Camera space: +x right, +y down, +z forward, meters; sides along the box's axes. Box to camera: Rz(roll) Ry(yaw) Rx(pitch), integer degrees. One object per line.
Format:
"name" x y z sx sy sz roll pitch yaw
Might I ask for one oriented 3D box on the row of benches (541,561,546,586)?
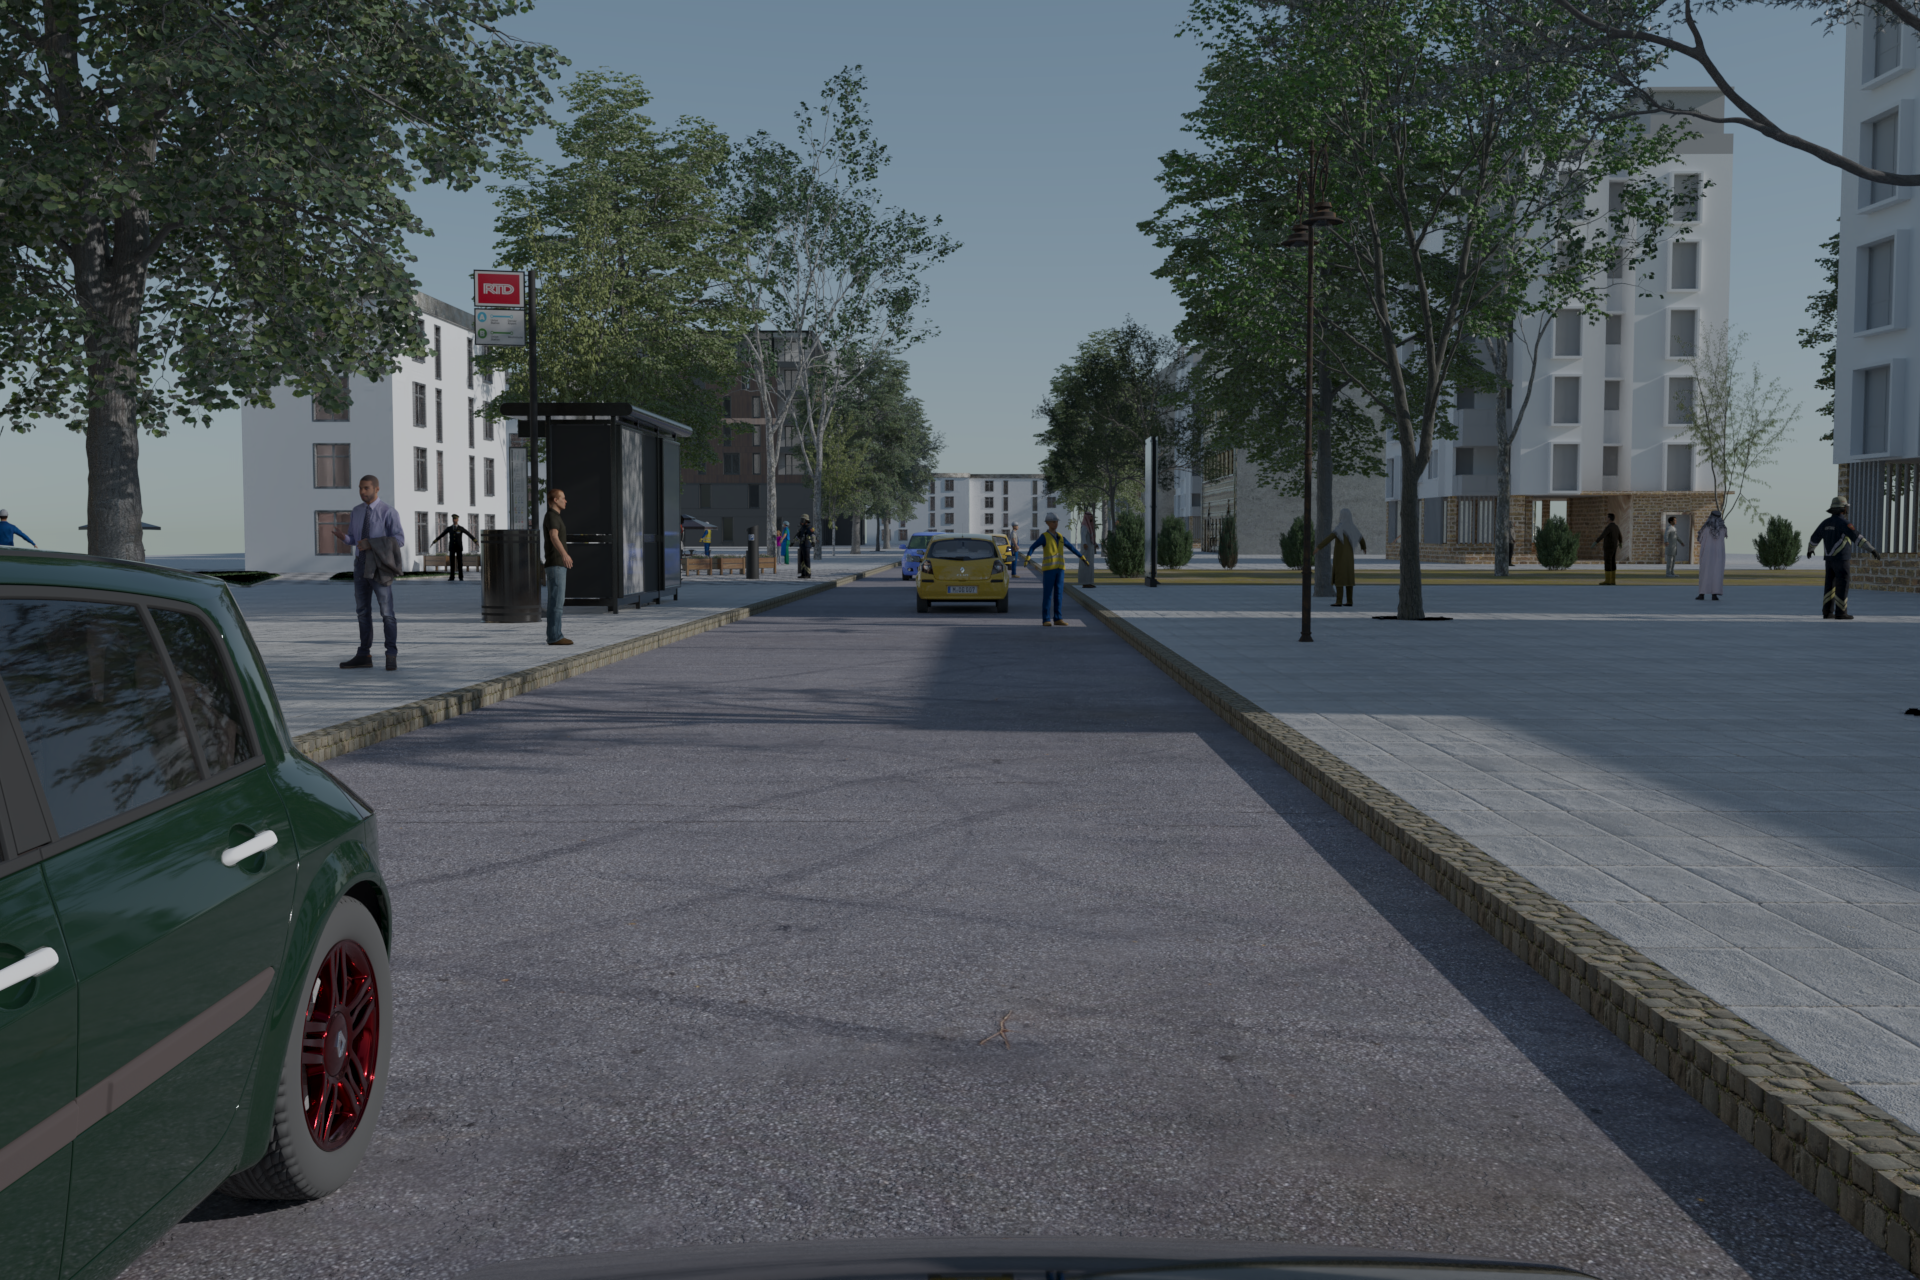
"row of benches" -10.928 -1.752 44.109 1.422 0.672 4.104 -1 4 -15

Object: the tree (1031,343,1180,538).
"tree" 7.366 -9.207 84.949 7.601 10.594 8.767 1 4 23

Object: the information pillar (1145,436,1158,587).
"information pillar" 4.686 -3.128 42.456 0.184 3.620 1.656 0 4 2

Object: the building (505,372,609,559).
"building" -24.869 -9.894 103.919 9.099 9.664 28.070 0 4 1

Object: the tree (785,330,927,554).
"tree" -6.674 -12.428 109.859 9.857 13.997 8.962 0 3 0

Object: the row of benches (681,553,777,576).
"row of benches" -7.297 -2.386 54.480 1.422 0.672 4.104 3 4 38

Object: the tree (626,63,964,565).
"tree" -6.714 -13.094 69.978 12.611 20.169 13.585 0 3 0

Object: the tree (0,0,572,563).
"tree" -8.504 -6.738 16.816 9.857 13.997 8.962 0 3 0

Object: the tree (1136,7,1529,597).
"tree" 7.374 -7.133 34.757 7.486 12.596 7.792 0 3 0

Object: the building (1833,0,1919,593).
"building" 25.676 -11.131 38.417 16.016 20.090 11.380 0 4 1

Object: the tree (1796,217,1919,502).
"tree" 29.644 -8.808 50.661 9.857 13.997 8.962 0 3 0

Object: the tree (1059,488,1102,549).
"tree" 9.550 -11.587 139.809 4.737 8.622 4.395 0 3 0

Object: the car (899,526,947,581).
"car" -0.935 -2.749 54.540 1.945 1.707 3.694 0 4 1

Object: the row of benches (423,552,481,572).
"row of benches" -16.514 -2.656 58.892 4.104 0.672 1.422 2 4 28

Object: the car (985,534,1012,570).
"car" 1.298 -3.656 69.998 2.015 1.641 3.980 0 4 1

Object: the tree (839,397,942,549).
"tree" -6.281 -14.701 147.020 9.857 13.997 8.962 0 3 0

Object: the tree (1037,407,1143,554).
"tree" 8.258 -10.723 109.729 7.601 10.594 8.767 -2 4 -30

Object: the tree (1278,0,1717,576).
"tree" 15.404 -11.958 51.406 12.611 20.169 13.585 0 3 0

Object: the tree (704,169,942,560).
"tree" -7.015 -14.145 87.166 12.611 20.169 13.585 0 3 0

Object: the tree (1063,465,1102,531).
"tree" 8.402 -10.352 119.615 4.737 8.622 4.395 0 3 0

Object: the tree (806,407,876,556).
"tree" -7.159 -9.209 100.929 4.737 8.622 4.395 0 3 0

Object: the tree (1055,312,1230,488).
"tree" 7.968 -8.485 73.145 7.601 10.594 8.767 2 4 25

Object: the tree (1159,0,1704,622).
"tree" 6.823 -6.114 25.723 9.928 11.665 9.643 0 3 0

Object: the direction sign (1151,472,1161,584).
"direction sign" 4.953 -3.194 44.222 0.379 3.537 0.876 0 4 -1

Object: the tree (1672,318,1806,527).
"tree" 26.036 -6.661 59.270 4.360 8.622 3.978 0 3 0

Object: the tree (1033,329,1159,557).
"tree" 7.711 -10.897 96.293 7.486 12.596 7.792 0 3 0

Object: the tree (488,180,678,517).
"tree" -8.148 -5.292 36.891 4.737 8.622 4.395 0 3 0

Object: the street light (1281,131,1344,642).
"street light" 4.125 -2.916 20.467 0.468 5.910 1.993 0 4 1

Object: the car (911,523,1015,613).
"car" 0.057 -1.390 32.946 2.015 1.641 3.980 0 4 0

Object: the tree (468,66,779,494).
"tree" -8.456 -7.652 43.234 7.486 12.596 7.792 0 3 0

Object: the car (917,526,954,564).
"car" -0.145 -2.132 45.080 2.015 1.641 3.980 0 4 1

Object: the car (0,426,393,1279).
"car" -2.210 0.451 2.407 2.009 1.686 4.222 0 4 1

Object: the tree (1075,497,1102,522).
"tree" 18.216 -17.672 239.304 4.360 8.622 3.978 0 3 0

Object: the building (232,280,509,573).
"building" -23.101 -7.904 71.370 9.099 9.664 28.070 0 4 0

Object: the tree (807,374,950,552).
"tree" -5.925 -13.271 127.352 12.009 13.543 11.850 0 3 0

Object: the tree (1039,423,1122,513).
"tree" 9.062 -11.817 127.617 7.601 10.594 8.767 -3 5 -40

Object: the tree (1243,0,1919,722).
"tree" 7.253 -6.193 11.620 12.009 13.543 11.850 0 3 0
